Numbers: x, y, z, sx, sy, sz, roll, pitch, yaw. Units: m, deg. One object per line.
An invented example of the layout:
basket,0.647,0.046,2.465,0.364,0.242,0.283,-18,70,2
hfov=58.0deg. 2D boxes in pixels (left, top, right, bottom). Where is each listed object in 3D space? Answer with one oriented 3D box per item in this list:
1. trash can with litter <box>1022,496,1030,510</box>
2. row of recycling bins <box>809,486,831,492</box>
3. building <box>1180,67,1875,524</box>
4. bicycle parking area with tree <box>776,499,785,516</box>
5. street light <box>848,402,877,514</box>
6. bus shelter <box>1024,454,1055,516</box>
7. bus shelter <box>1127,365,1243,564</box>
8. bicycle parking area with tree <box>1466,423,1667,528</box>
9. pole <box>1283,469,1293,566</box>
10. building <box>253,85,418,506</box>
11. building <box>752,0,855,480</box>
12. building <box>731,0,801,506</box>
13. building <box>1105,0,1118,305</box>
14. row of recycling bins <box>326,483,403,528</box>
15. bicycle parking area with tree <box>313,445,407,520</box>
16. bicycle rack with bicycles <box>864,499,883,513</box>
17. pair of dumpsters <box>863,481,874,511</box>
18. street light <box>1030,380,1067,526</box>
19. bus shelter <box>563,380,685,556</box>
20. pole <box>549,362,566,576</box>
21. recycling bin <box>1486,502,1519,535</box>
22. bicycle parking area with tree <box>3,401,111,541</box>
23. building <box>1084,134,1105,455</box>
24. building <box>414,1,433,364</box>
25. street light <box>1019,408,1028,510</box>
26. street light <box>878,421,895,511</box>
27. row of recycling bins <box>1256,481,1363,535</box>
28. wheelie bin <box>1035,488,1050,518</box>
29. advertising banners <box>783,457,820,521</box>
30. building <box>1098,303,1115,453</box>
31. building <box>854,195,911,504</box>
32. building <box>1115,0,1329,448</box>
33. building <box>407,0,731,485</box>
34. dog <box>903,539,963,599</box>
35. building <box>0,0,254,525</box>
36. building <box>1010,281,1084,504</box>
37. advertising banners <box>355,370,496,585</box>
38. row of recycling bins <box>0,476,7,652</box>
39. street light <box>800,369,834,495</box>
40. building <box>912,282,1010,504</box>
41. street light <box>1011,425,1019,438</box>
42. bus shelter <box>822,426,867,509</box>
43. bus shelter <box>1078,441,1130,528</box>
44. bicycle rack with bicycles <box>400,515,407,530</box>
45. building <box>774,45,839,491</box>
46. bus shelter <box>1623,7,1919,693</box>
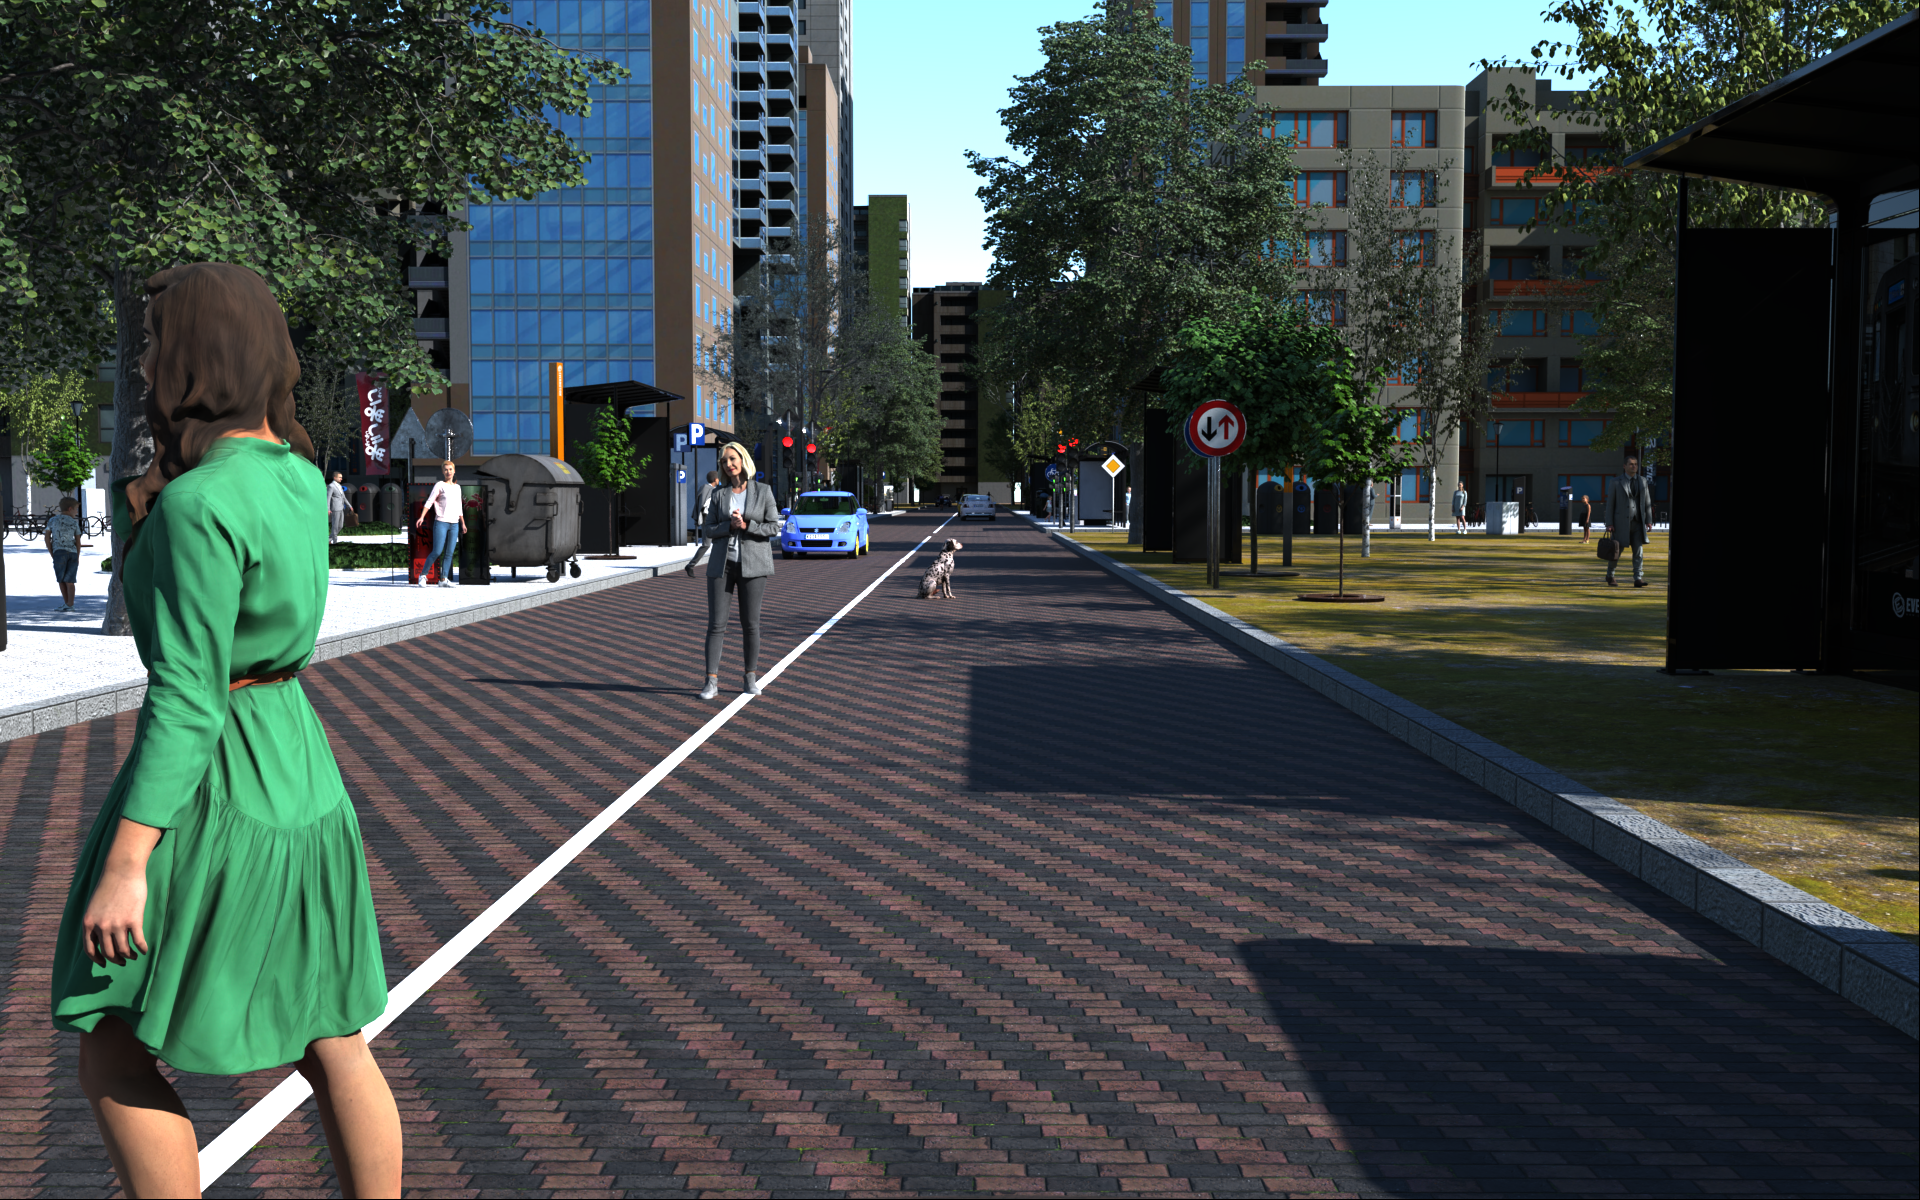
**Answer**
trash can with litter,5.401,-7.735,137.860,0.624,1.170,1.055,1,4,21
row of recycling bins,-7.074,-4.958,88.171,1.069,1.692,3.534,0,4,1
building,27.076,-14.817,87.295,28.899,21.520,27.650,0,4,1
bicycle parking area with tree,-14.218,-7.182,104.431,8.231,4.147,9.016,0,4,6
street light,-5.118,-7.055,87.898,1.470,5.913,1.316,0,4,1
bus shelter,4.819,-6.926,104.523,1.731,3.624,6.357,0,4,0
bus shelter,4.457,-2.659,34.759,1.731,3.624,6.357,0,4,1
bicycle parking area with tree,24.239,-5.031,69.267,8.231,4.147,9.016,2,4,30
pole,5.826,-2.256,30.732,0.158,3.312,0.155,0,3,0
building,-68.104,-35.093,197.476,21.600,48.544,21.300,0,4,1
building,-22.968,-46.394,196.792,20.611,71.187,20.563,0,4,1
building,-24.824,-51.449,153.868,22.319,86.520,31.000,0,4,1
building,23.940,-45.439,181.181,20.563,71.187,20.611,0,4,1
row of recycling bins,-22.786,-3.568,65.443,3.534,1.692,1.069,0,4,6
bicycle parking area with tree,-27.825,-5.460,76.265,8.231,4.147,9.016,2,4,27
bicycle rack with bicycles,-6.790,-6.272,115.932,2.925,0.926,2.852,0,4,7
pair of dumpsters,-7.055,-7.716,128.650,1.574,2.255,4.437,0,4,1
street light,3.600,-5.964,70.060,1.470,5.913,1.316,0,4,1
bus shelter,-7.547,-2.911,38.877,1.731,3.624,6.357,0,4,1
pole,-6.270,-2.025,26.958,0.158,3.312,0.155,0,3,0
recycling bin,17.166,-2.585,54.824,0.722,1.027,0.722,-2,4,-26
bicycle parking area with tree,-27.277,-3.898,50.740,9.016,4.147,8.231,1,4,19
building,21.327,-31.572,199.790,14.154,41.232,14.086,0,4,1
building,-25.166,-41.819,121.984,20.563,71.187,20.611,0,4,1
street light,4.051,-7.384,93.273,1.470,5.913,1.316,0,4,1
street light,-4.871,-8.422,110.232,1.470,5.913,1.316,0,4,1
row of recycling bins,11.242,-2.953,55.392,3.534,1.692,1.069,0,4,-3
wheelie bin,4.394,-5.143,91.999,0.693,1.594,0.980,-2,4,-34
advertising banners,-7.611,-5.324,83.233,2.074,3.025,0.090,2,4,27
building,27.344,-19.102,157.364,27.650,21.520,28.899,0,4,1
building,-13.804,-33.946,238.614,14.086,41.232,14.154,0,4,1
building,19.396,-29.476,132.048,14.600,45.320,14.200,0,4,1
building,-19.963,-26.996,91.500,14.600,45.320,14.200,0,4,1
dog,-0.415,-0.429,23.845,0.800,0.831,0.513,1,4,20
building,-41.673,-18.774,78.656,14.107,30.474,14.160,0,4,1
building,14.508,-28.550,238.485,14.107,30.474,14.160,0,4,1
advertising banners,-7.563,-1.730,24.471,2.074,3.025,0.090,1,4,11
row of recycling bins,-8.043,-0.341,12.693,1.069,1.692,3.534,-1,4,-9
street light,-5.379,-5.636,64.688,1.470,5.913,1.316,0,4,1
building,0.405,-28.583,239.030,14.107,30.474,14.160,0,4,1
street light,4.290,-8.780,116.090,1.470,5.913,1.316,0,4,1
bus shelter,-7.001,-7.786,104.934,2.179,5.291,8.768,0,4,1
bus shelter,5.576,-4.550,68.313,2.014,3.302,5.546,0,4,1
bicycle rack with bicycles,-16.938,-2.632,56.419,2.925,0.926,2.852,2,4,28
building,-19.941,-32.264,177.632,14.600,45.320,14.200,0,4,1
bus shelter,5.493,-1.096,9.208,1.731,3.624,6.357,0,4,1
